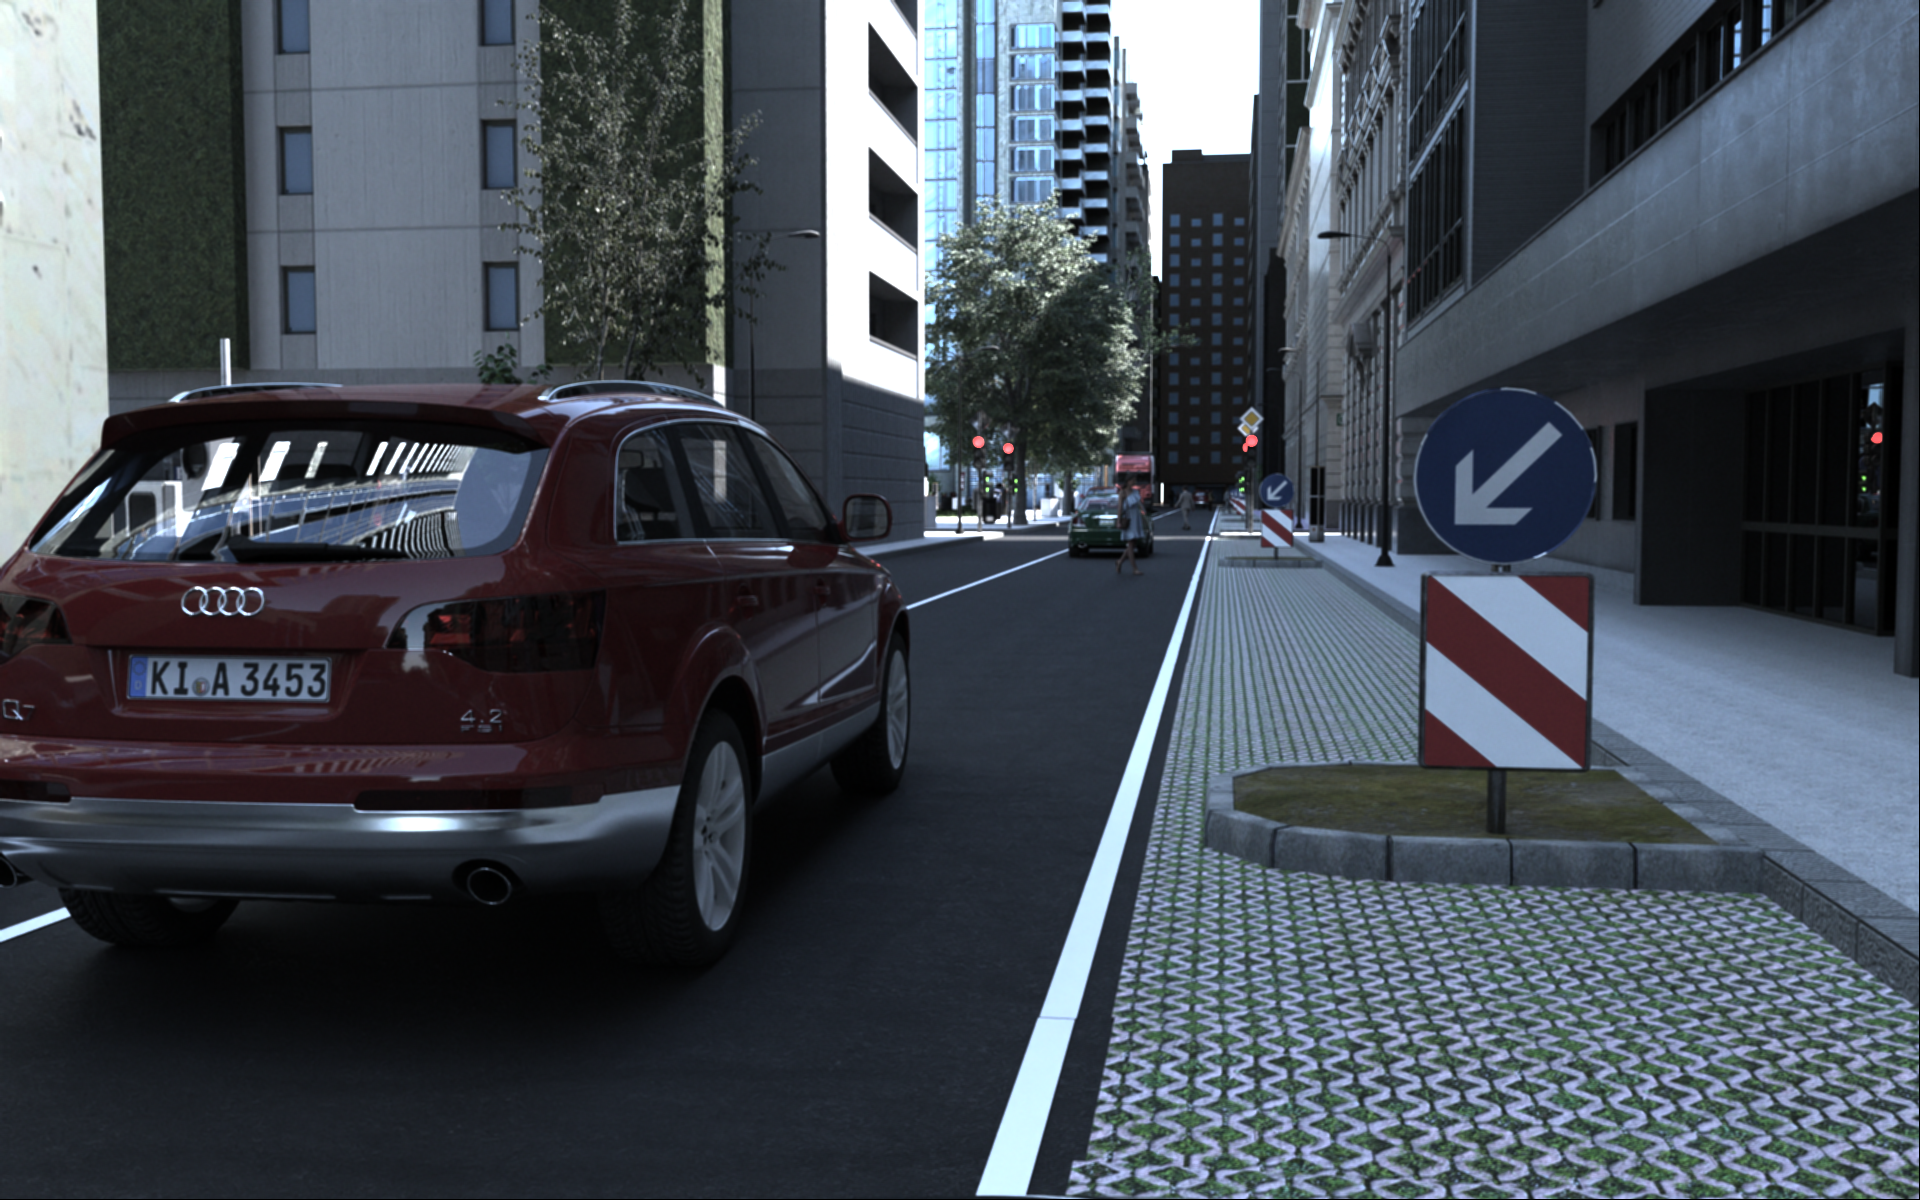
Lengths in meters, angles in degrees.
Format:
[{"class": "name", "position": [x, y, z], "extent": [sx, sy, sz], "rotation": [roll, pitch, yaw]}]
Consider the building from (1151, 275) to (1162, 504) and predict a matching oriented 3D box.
[{"class": "building", "position": [19.686, -28.004, 229.566], "extent": [14.107, 30.474, 14.160], "rotation": [1, 4, 9]}]

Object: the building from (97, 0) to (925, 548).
[{"class": "building", "position": [-15.549, -30.856, 46.499], "extent": [28.212, 58.520, 21.231], "rotation": [1, 4, 9]}]

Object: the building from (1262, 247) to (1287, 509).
[{"class": "building", "position": [28.990, -18.299, 128.868], "extent": [12.332, 23.373, 15.834], "rotation": [1, 4, 9]}]

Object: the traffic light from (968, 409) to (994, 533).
[{"class": "traffic light", "position": [0.669, -4.159, 56.922], "extent": [0.839, 4.253, 0.868], "rotation": [1, 4, 9]}]

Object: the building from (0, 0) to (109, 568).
[{"class": "building", "position": [-19.648, -42.063, 0.395], "extent": [22.319, 86.520, 31.000], "rotation": [1, 4, 9]}]

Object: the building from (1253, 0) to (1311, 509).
[{"class": "building", "position": [36.092, -43.549, 150.274], "extent": [20.563, 71.187, 20.611], "rotation": [1, 4, 9]}]

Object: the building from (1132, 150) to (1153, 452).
[{"class": "building", "position": [15.988, -32.087, 208.209], "extent": [14.086, 41.232, 14.154], "rotation": [1, 4, 9]}]

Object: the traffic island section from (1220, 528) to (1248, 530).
[{"class": "traffic island section", "position": [10.567, -2.529, 63.635], "extent": [2.009, 0.180, 2.903], "rotation": [1, 4, 9]}]

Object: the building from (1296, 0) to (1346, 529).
[{"class": "building", "position": [35.746, -17.777, 67.076], "extent": [44.131, 29.872, 17.030], "rotation": [1, 4, 9]}]

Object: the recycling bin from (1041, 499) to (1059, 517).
[{"class": "recycling bin", "position": [4.939, -5.065, 95.371], "extent": [0.722, 1.027, 0.722], "rotation": [3, 5, 43]}]

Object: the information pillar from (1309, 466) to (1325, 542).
[{"class": "information pillar", "position": [9.521, -2.549, 46.176], "extent": [0.304, 2.012, 0.304], "rotation": [3, 5, 44]}]

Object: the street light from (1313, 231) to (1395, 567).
[{"class": "street light", "position": [7.013, -3.557, 30.698], "extent": [1.470, 5.913, 1.316], "rotation": [1, 4, 9]}]

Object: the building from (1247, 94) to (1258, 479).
[{"class": "building", "position": [44.196, -35.221, 199.569], "extent": [21.300, 48.544, 21.600], "rotation": [1, 4, 9]}]

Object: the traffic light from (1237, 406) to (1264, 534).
[{"class": "traffic light", "position": [9.334, -4.080, 55.631], "extent": [0.839, 4.253, 0.868], "rotation": [1, 4, 9]}]

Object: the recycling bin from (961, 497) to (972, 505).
[{"class": "recycling bin", "position": [0.540, -7.744, 139.176], "extent": [0.722, 1.027, 0.722], "rotation": [1, 4, 20]}]

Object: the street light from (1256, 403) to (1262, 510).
[{"class": "street light", "position": [15.816, -7.098, 88.597], "extent": [1.470, 5.913, 1.316], "rotation": [1, 4, 9]}]

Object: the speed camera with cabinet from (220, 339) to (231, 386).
[{"class": "speed camera with cabinet", "position": [-10.020, -1.716, 22.395], "extent": [2.038, 3.252, 0.660], "rotation": [3, 4, 36]}]

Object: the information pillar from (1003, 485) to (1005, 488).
[{"class": "information pillar", "position": [3.271, -7.951, 134.492], "extent": [0.304, 2.012, 0.304], "rotation": [3, 5, 45]}]

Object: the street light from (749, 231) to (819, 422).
[{"class": "street light", "position": [-3.174, -3.563, 30.793], "extent": [1.470, 5.913, 1.316], "rotation": [1, 4, 9]}]

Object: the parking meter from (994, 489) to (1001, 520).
[{"class": "parking meter", "position": [1.860, -4.733, 85.795], "extent": [0.372, 1.533, 0.369], "rotation": [0, 3, 0]}]

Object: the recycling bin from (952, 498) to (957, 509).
[{"class": "recycling bin", "position": [-0.572, -6.487, 118.609], "extent": [0.722, 1.027, 0.722], "rotation": [0, 4, -2]}]

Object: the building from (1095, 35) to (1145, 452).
[{"class": "building", "position": [8.228, -34.640, 185.978], "extent": [23.786, 49.044, 30.456], "rotation": [1, 4, 9]}]

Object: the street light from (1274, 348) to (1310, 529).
[{"class": "street light", "position": [10.853, -5.061, 55.287], "extent": [1.470, 5.913, 1.316], "rotation": [1, 4, 9]}]

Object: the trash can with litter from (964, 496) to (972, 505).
[{"class": "trash can with litter", "position": [0.870, -7.525, 134.414], "extent": [1.055, 1.170, 0.624], "rotation": [-1, 4, -17]}]

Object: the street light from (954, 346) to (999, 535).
[{"class": "street light", "position": [0.528, -5.025, 54.697], "extent": [1.470, 5.913, 1.316], "rotation": [1, 4, 9]}]

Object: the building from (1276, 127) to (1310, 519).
[{"class": "building", "position": [26.313, -16.787, 110.629], "extent": [11.583, 22.565, 21.152], "rotation": [1, 4, 9]}]

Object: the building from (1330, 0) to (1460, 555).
[{"class": "building", "position": [15.367, -13.179, 44.355], "extent": [11.050, 23.489, 19.941], "rotation": [1, 4, 9]}]

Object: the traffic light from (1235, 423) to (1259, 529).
[{"class": "traffic light", "position": [10.529, -4.563, 63.527], "extent": [0.839, 4.253, 0.868], "rotation": [1, 4, 9]}]

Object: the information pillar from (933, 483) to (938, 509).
[{"class": "information pillar", "position": [-1.660, -6.812, 115.861], "extent": [0.304, 2.012, 0.304], "rotation": [0, 4, 7]}]

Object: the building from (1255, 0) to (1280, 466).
[{"class": "building", "position": [40.578, -38.695, 174.668], "extent": [21.231, 58.520, 28.212], "rotation": [1, 4, 9]}]

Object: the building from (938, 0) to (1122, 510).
[{"class": "building", "position": [3.750, -51.487, 154.490], "extent": [22.319, 86.520, 31.000], "rotation": [1, 4, 9]}]

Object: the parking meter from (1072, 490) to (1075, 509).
[{"class": "parking meter", "position": [6.629, -5.783, 102.960], "extent": [0.372, 1.533, 0.369], "rotation": [0, 3, 0]}]

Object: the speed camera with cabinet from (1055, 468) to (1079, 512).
[{"class": "speed camera with cabinet", "position": [7.572, -7.868, 122.983], "extent": [0.660, 3.252, 2.038], "rotation": [3, 5, 43]}]

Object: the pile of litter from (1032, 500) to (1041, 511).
[{"class": "pile of litter", "position": [6.428, -7.360, 134.299], "extent": [1.719, 0.858, 1.176], "rotation": [0, 4, 0]}]

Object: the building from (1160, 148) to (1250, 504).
[{"class": "building", "position": [33.685, -35.285, 227.026], "extent": [14.200, 45.320, 14.600], "rotation": [1, 4, 9]}]

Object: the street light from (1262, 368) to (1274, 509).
[{"class": "street light", "position": [12.032, -5.600, 64.104], "extent": [1.470, 5.913, 1.316], "rotation": [1, 4, 9]}]

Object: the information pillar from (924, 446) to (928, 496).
[{"class": "information pillar", "position": [-1.849, -5.715, 84.799], "extent": [0.504, 3.616, 0.183], "rotation": [3, 5, 39]}]

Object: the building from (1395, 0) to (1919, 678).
[{"class": "building", "position": [13.595, -12.225, 18.942], "extent": [14.314, 24.678, 30.058], "rotation": [1, 4, 9]}]

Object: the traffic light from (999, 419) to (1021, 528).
[{"class": "traffic light", "position": [1.863, -4.642, 64.817], "extent": [0.839, 4.253, 0.868], "rotation": [1, 4, 9]}]
